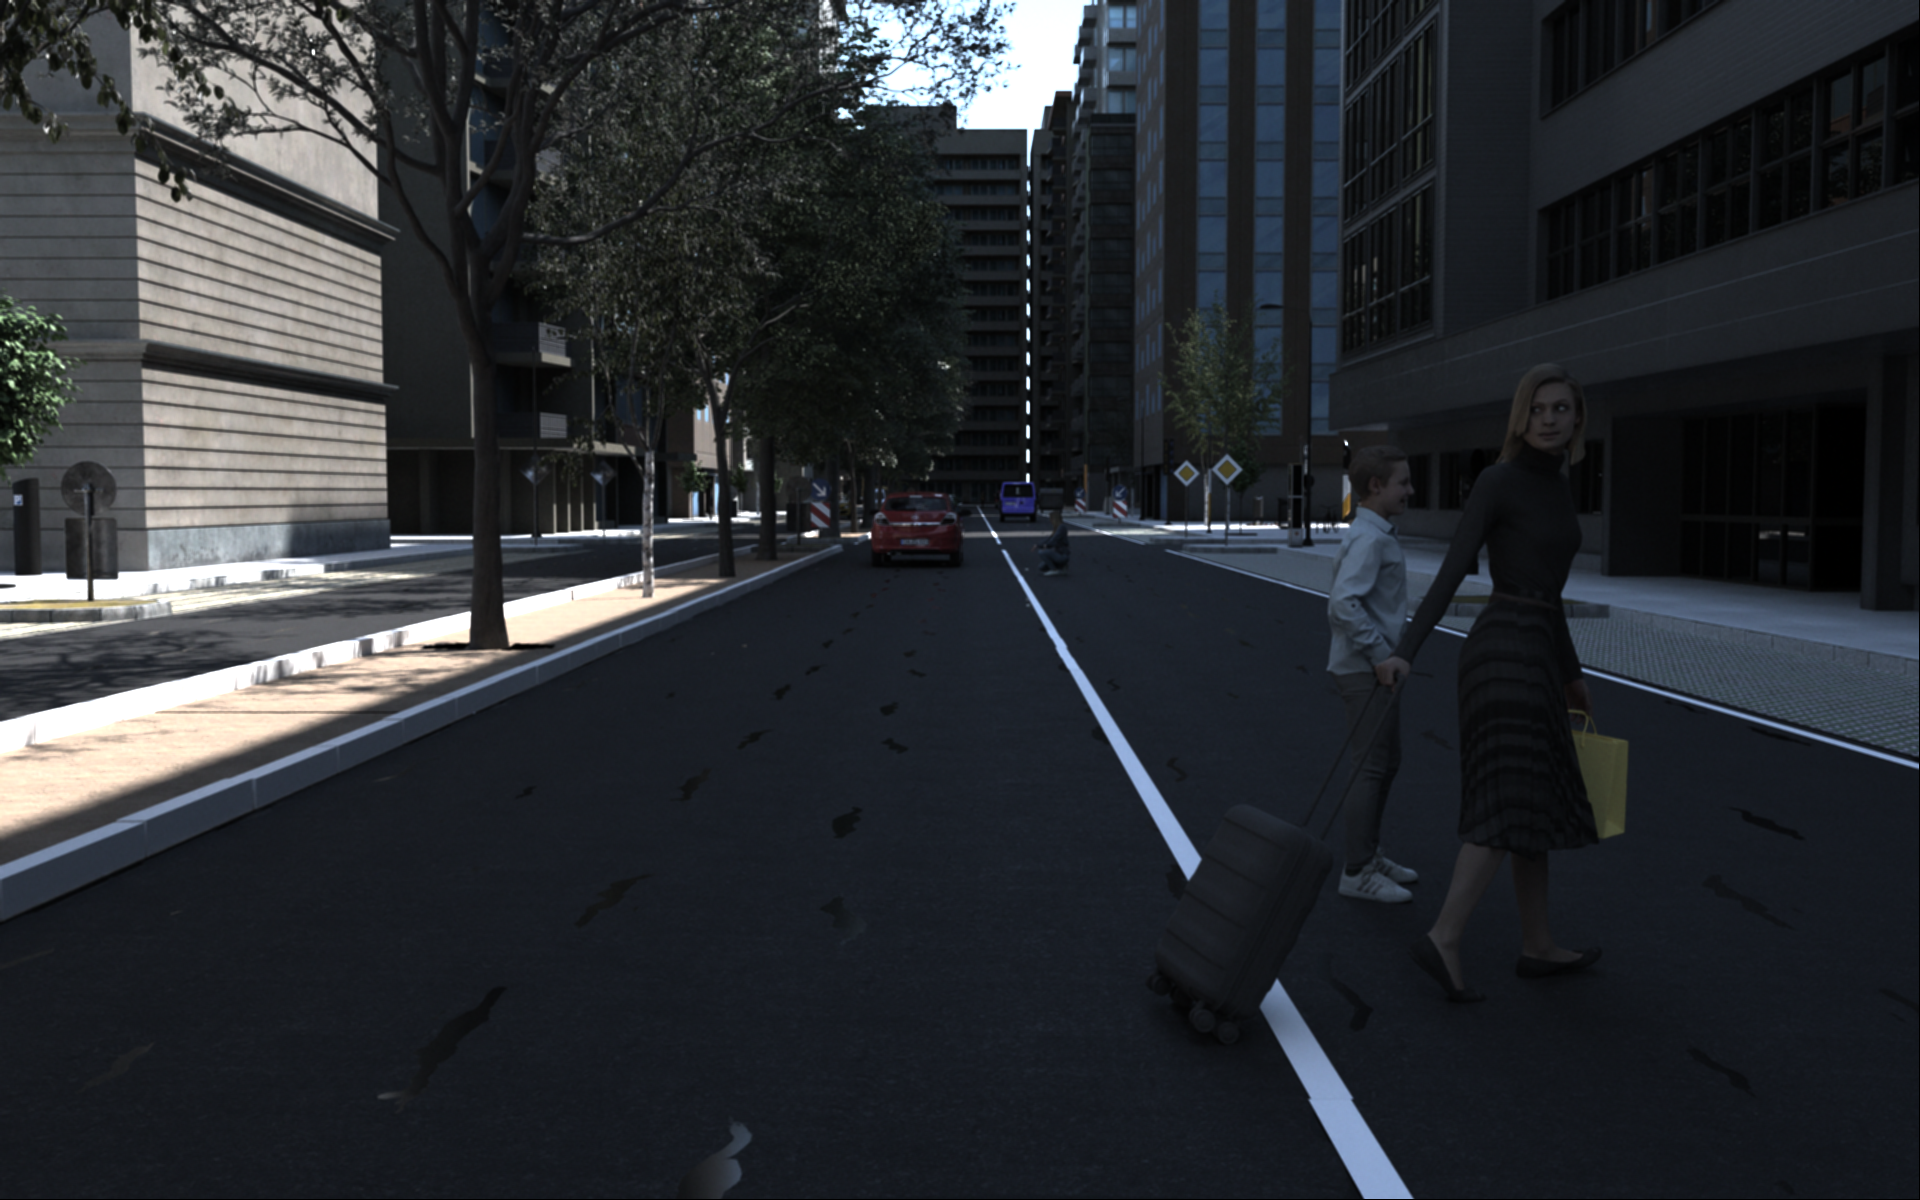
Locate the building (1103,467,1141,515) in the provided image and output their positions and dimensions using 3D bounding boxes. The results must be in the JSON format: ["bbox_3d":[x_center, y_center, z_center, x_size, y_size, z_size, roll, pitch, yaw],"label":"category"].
[{"bbox_3d":[26.056,-25.734,112.630,32.217,40.220,23.993,0,4,0],"label":"building"}]

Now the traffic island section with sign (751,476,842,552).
[{"bbox_3d":[-4.084,-2.141,43.140,2.006,1.907,1.989,0,4,0],"label":"traffic island section with sign"}]

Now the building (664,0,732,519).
[{"bbox_3d":[-20.656,-27.261,95.822,14.600,45.320,14.200,0,4,0],"label":"building"}]

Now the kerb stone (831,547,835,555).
[{"bbox_3d":[-3.060,-1.096,40.120,0.120,0.150,1.000,0,4,0],"label":"kerb stone"}]

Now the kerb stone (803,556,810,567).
[{"bbox_3d":[-3.093,-0.720,33.962,0.120,0.150,1.000,0,4,0],"label":"kerb stone"}]

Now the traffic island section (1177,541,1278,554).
[{"bbox_3d":[6.606,-1.257,42.839,2.009,0.180,2.903,0,4,0],"label":"traffic island section"}]

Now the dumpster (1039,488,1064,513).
[{"bbox_3d":[6.785,-7.368,128.675,1.865,1.857,1.264,0,4,0],"label":"dumpster"}]

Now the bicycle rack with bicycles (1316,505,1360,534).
[{"bbox_3d":[12.871,-2.652,56.745,2.852,0.926,2.925,1,4,20],"label":"bicycle rack with bicycles"}]

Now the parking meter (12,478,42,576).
[{"bbox_3d":[-14.726,-1.158,27.338,0.372,1.533,0.369,0,3,0],"label":"parking meter"}]

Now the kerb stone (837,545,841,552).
[{"bbox_3d":[-3.045,-1.213,42.168,0.120,0.150,1.000,0,4,0],"label":"kerb stone"}]

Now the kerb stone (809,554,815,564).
[{"bbox_3d":[-3.089,-0.781,34.984,0.120,0.150,1.000,0,4,0],"label":"kerb stone"}]

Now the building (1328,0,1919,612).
[{"bbox_3d":[15.831,-12.704,26.775,14.314,24.678,30.058,0,4,0],"label":"building"}]

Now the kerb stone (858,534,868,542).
[{"bbox_3d":[-2.976,-1.881,52.953,0.120,0.150,1.000,0,4,0],"label":"kerb stone"}]

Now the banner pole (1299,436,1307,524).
[{"bbox_3d":[14.766,-5.154,74.284,0.863,3.779,0.401,-2,4,-34],"label":"banner pole"}]

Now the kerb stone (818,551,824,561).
[{"bbox_3d":[-3.073,-0.908,37.041,0.120,0.150,1.000,0,4,0],"label":"kerb stone"}]

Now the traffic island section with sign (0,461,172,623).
[{"bbox_3d":[-10.344,-0.698,20.048,1.989,1.847,2.006,0,4,0],"label":"traffic island section with sign"}]

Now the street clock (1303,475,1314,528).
[{"bbox_3d":[13.105,-3.715,65.306,0.358,2.002,0.471,-2,4,-33],"label":"street clock"}]

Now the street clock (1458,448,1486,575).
[{"bbox_3d":[8.133,-1.405,27.547,0.471,2.002,0.358,-3,5,-42],"label":"street clock"}]

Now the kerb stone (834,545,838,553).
[{"bbox_3d":[-3.049,-1.154,41.142,0.120,0.150,1.000,0,4,0],"label":"kerb stone"}]

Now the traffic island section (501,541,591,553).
[{"bbox_3d":[-10.535,-1.264,42.944,2.009,0.180,2.903,0,4,0],"label":"traffic island section"}]

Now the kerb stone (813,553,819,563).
[{"bbox_3d":[-3.080,-0.845,36.016,0.120,0.150,1.000,0,4,0],"label":"kerb stone"}]

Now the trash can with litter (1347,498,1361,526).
[{"bbox_3d":[16.055,-3.583,69.967,0.624,1.170,1.055,-2,4,-29],"label":"trash can with litter"}]

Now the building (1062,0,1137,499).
[{"bbox_3d":[21.673,-32.858,156.834,23.786,49.044,30.456,0,4,0],"label":"building"}]

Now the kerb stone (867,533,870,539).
[{"bbox_3d":[-2.973,-1.941,53.981,0.120,0.150,1.000,0,4,0],"label":"kerb stone"}]

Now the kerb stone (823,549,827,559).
[{"bbox_3d":[-3.071,-0.967,38.069,0.120,0.150,1.000,0,4,0],"label":"kerb stone"}]

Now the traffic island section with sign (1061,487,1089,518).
[{"bbox_3d":[6.958,-5.749,102.618,1.989,1.847,2.006,0,4,0],"label":"traffic island section with sign"}]

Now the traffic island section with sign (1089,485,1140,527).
[{"bbox_3d":[6.813,-4.100,75.663,1.989,1.847,2.006,0,4,0],"label":"traffic island section with sign"}]

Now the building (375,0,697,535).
[{"bbox_3d":[-22.468,-25.183,66.370,22.147,44.769,28.867,0,4,0],"label":"building"}]

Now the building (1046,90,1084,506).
[{"bbox_3d":[20.622,-32.535,186.577,22.147,44.769,28.867,0,4,0],"label":"building"}]

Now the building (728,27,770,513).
[{"bbox_3d":[-20.510,-26.572,118.048,14.154,41.232,14.086,0,4,0],"label":"building"}]

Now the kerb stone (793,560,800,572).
[{"bbox_3d":[-3.105,-0.594,31.907,0.120,0.150,1.000,0,4,0],"label":"kerb stone"}]

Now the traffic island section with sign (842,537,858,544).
[{"bbox_3d":[-4.031,-2.594,50.547,2.006,1.907,1.989,0,4,0],"label":"traffic island section with sign"}]

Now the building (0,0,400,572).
[{"bbox_3d":[-30.284,-13.189,34.728,34.723,24.649,14.460,0,4,0],"label":"building"}]

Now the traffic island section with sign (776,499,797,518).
[{"bbox_3d":[-9.853,-5.756,102.738,1.989,1.847,2.006,0,4,0],"label":"traffic island section with sign"}]

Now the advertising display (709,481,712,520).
[{"bbox_3d":[-12.520,-5.003,87.010,0.123,1.923,0.974,0,4,-6],"label":"advertising display"}]

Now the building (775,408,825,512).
[{"bbox_3d":[-25.246,-18.079,140.635,27.650,21.520,28.899,0,4,0],"label":"building"}]

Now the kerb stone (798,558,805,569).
[{"bbox_3d":[-3.105,-0.654,32.935,0.120,0.150,1.000,0,4,0],"label":"kerb stone"}]

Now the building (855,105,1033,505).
[{"bbox_3d":[-2.310,-36.438,219.460,21.600,48.544,21.300,0,4,0],"label":"building"}]

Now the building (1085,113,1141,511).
[{"bbox_3d":[16.622,-22.204,134.741,14.160,30.474,14.107,0,4,0],"label":"building"}]

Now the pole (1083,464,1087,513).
[{"bbox_3d":[8.569,-7.628,118.560,0.158,3.312,0.155,0,3,0],"label":"pole"}]

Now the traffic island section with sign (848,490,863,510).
[{"bbox_3d":[-9.569,-8.856,153.429,1.989,1.847,2.006,0,4,0],"label":"traffic island section with sign"}]

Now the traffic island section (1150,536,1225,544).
[{"bbox_3d":[6.653,-1.746,50.824,2.009,0.180,2.903,0,4,0],"label":"traffic island section"}]

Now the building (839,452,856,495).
[{"bbox_3d":[-18.909,-31.288,195.150,14.086,41.232,14.154,0,4,0],"label":"building"}]

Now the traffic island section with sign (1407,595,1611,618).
[{"bbox_3d":[6.488,-0.746,20.832,1.989,1.847,2.006,0,4,0],"label":"traffic island section with sign"}]

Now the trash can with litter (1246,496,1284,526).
[{"bbox_3d":[12.473,-3.632,70.448,2.233,1.210,1.678,-3,4,-38],"label":"trash can with litter"}]

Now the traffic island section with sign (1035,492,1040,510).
[{"bbox_3d":[7.430,-10.486,180.081,1.989,1.847,2.006,0,4,0],"label":"traffic island section with sign"}]

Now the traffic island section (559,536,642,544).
[{"bbox_3d":[-10.488,-1.752,50.929,2.009,0.180,2.903,0,4,0],"label":"traffic island section"}]

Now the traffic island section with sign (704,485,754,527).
[{"bbox_3d":[-10.019,-4.092,75.530,1.989,1.847,2.006,0,4,0],"label":"traffic island section with sign"}]

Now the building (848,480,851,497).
[{"bbox_3d":[-25.272,-32.579,224.546,23.993,40.220,32.217,0,4,0],"label":"building"}]

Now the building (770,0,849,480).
[{"bbox_3d":[-25.784,-35.388,167.829,28.713,52.752,27.495,0,4,0],"label":"building"}]

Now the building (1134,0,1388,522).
[{"bbox_3d":[16.269,-26.628,85.485,14.600,45.320,14.200,0,4,0],"label":"building"}]

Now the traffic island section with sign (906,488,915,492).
[{"bbox_3d":[-3.598,-7.190,125.685,2.006,1.907,1.989,0,4,0],"label":"traffic island section with sign"}]

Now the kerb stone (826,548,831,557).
[{"bbox_3d":[-3.066,-1.030,39.090,0.120,0.150,1.000,0,4,0],"label":"kerb stone"}]

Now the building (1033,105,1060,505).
[{"bbox_3d":[19.425,-36.434,219.399,21.600,48.544,21.300,0,4,0],"label":"building"}]
